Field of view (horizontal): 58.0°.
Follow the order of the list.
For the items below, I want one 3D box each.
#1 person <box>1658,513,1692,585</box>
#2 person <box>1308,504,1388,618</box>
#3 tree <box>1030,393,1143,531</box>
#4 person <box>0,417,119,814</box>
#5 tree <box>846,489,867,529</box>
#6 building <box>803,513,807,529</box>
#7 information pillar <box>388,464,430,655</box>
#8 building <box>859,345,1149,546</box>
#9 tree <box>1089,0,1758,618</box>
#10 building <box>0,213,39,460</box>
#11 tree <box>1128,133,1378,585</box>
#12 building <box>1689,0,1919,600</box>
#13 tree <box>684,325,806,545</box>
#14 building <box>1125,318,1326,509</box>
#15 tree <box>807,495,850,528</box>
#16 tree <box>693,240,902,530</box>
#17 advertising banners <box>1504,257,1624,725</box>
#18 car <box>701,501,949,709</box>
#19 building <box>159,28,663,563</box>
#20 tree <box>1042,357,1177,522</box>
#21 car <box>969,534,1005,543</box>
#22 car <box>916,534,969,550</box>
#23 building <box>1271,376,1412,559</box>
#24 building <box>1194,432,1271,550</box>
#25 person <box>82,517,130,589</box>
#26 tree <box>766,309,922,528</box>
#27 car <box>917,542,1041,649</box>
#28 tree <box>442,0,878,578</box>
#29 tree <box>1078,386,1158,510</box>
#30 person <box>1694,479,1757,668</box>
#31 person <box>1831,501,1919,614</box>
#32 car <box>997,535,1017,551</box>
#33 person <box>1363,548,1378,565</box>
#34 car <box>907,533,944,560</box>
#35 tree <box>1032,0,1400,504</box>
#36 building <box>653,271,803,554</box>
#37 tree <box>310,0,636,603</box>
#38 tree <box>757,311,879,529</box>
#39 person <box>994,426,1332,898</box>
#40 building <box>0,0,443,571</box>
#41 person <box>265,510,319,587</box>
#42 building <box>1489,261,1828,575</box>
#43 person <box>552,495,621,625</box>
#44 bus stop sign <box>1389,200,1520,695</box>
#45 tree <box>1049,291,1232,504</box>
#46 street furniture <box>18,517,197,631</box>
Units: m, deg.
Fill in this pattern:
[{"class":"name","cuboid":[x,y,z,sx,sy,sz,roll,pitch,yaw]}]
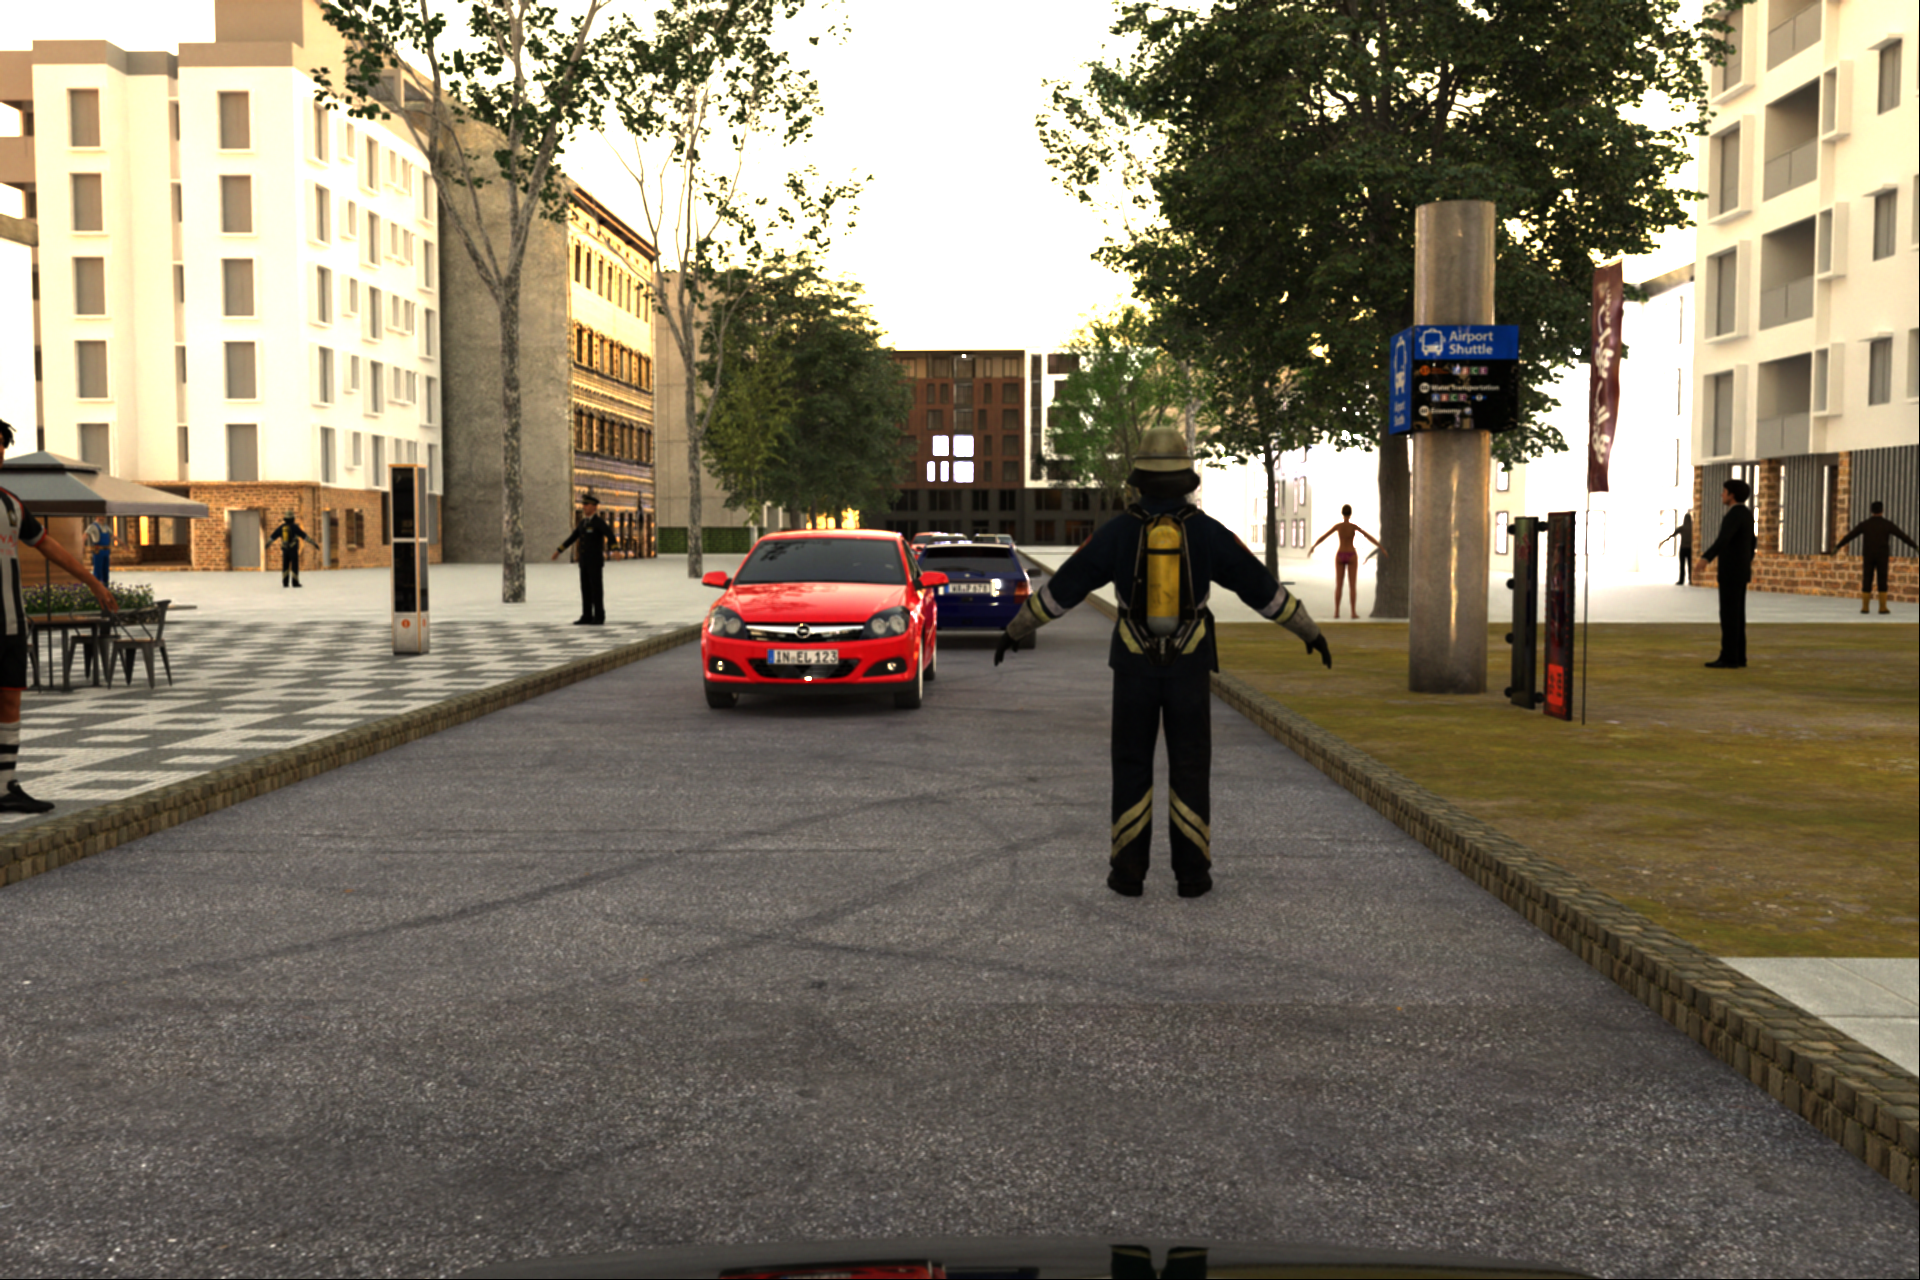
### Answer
[{"class":"person","cuboid":[18.363,-2.303,43.788,1.348,1.813,0.705,0,4,4]},{"class":"person","cuboid":[5.914,-1.202,26.450,1.217,1.733,0.721,1,4,22]},{"class":"tree","cuboid":[8.446,-10.716,109.611,8.767,10.594,7.601,1,4,10]},{"class":"person","cuboid":[-4.368,-0.101,7.793,0.704,1.843,1.345,1,4,16]},{"class":"tree","cuboid":[-6.761,-9.749,109.751,4.737,8.622,4.395,0,3,0]},{"class":"building","cuboid":[-25.010,-18.348,166.452,16.747,18.905,31.486,0,4,2]},{"class":"information pillar","cuboid":[-5.847,-0.851,18.402,0.304,2.012,0.304,0,4,3]},{"class":"building","cuboid":[5.686,-21.661,200.581,32.646,21.610,27.936,0,4,4]},{"class":"tree","cuboid":[6.636,-7.309,26.157,9.857,13.997,8.962,0,3,0]},{"class":"building","cuboid":[-26.110,-5.569,33.196,9.099,9.664,28.070,0,4,1]},{"class":"tree","cuboid":[7.868,-7.243,44.172,9.928,11.665,9.643,0,3,0]},{"class":"building","cuboid":[22.805,-11.214,39.773,16.016,20.090,11.380,0,4,1]},{"class":"tree","cuboid":[-7.367,-6.728,60.360,4.737,8.622,4.395,0,3,0]},{"class":"building","cuboid":[26.533,-20.909,172.798,19.493,23.208,18.063,0,4,1]},{"class":"tree","cuboid":[-15.203,-17.392,202.488,7.486,12.596,7.792,0,3,0]},{"class":"tree","cuboid":[-7.147,-10.250,74.237,9.857,13.997,8.962,0,3,0]},{"class":"advertising banners","cuboid":[4.183,-0.971,12.058,0.090,3.025,2.074,0,4,0]},{"class":"car","cuboid":[-1.161,-0.400,15.575,2.155,1.783,4.494,0,4,2]},{"class":"building","cuboid":[-25.909,-15.493,84.247,19.493,23.208,18.063,0,4,2]},{"class":"tree","cuboid":[8.616,-10.607,99.178,9.928,11.665,9.643,0,3,0]},{"class":"car","cuboid":[1.396,-5.082,92.876,2.009,1.686,4.222,0,4,1]},{"class":"car","cuboid":[-0.387,-2.818,55.853,2.009,1.686,4.222,0,4,1]},{"class":"building","cuboid":[22.274,-8.893,87.549,9.099,9.664,28.070,0,4,1]},{"class":"building","cuboid":[25.055,-12.526,146.945,9.099,9.664,28.070,0,4,1]},{"class":"person","cuboid":[-18.183,-1.887,36.708,0.705,1.847,1.347,1,4,16]},{"class":"tree","cuboid":[-6.984,-11.677,97.572,9.857,13.997,8.962,0,3,0]},{"class":"car","cuboid":[0.121,-0.636,22.986,1.945,1.354,3.894,0,4,1]},{"class":"tree","cuboid":[-8.571,-11.801,48.831,12.611,20.169,13.585,0,3,0]},{"class":"tree","cuboid":[8.414,-8.243,85.128,4.360,8.622,3.978,0,3,0]},{"class":"person","cuboid":[7.414,-0.641,16.666,0.705,1.806,1.347,3,5,42]},{"class":"person","cuboid":[14.787,-1.334,27.956,1.346,1.812,0.704,2,4,35]},{"class":"car","cuboid":[2.285,-5.348,99.444,2.014,1.417,4.499,0,4,0]},{"class":"person","cuboid":[7.101,-1.168,28.356,0.991,1.433,0.599,1,4,9]},{"class":"car","cuboid":[-1.207,-3.794,71.077,2.155,1.783,4.494,0,4,2]},{"class":"tree","cuboid":[9.260,-12.457,59.563,12.611,20.169,13.585,0,3,0]},{"class":"building","cuboid":[-22.204,-16.273,132.522,16.747,18.905,31.486,0,4,1]},{"class":"tree","cuboid":[-9.791,-10.788,32.272,12.611,20.169,13.585,0,3,0]},{"class":"tree","cuboid":[-7.803,-10.347,87.305,7.486,12.596,7.792,0,3,0]},{"class":"person","cuboid":[0.805,0.081,6.914,1.354,1.856,0.705,0,4,6]},{"class":"building","cuboid":[-27.383,-12.531,61.296,16.016,20.090,11.380,0,4,0]},{"class":"person","cuboid":[-16.193,-2.210,41.905,1.354,1.856,0.705,0,4,5]},{"class":"building","cuboid":[23.458,-7.085,57.985,9.099,9.664,28.070,0,4,1]},{"class":"person","cuboid":[-5.237,-1.134,24.482,1.347,1.837,0.705,2,4,35]},{"class":"bus stop sign","cuboid":[3.980,-1.530,14.033,0.837,3.901,0.837,0,4,2]},{"class":"tree","cuboid":[7.604,-9.015,73.147,9.928,11.665,9.643,0,3,0]},{"class":"street furniture","cuboid":[-15.280,-0.928,22.025,11.010,1.723,9.812,1,4,16]}]
